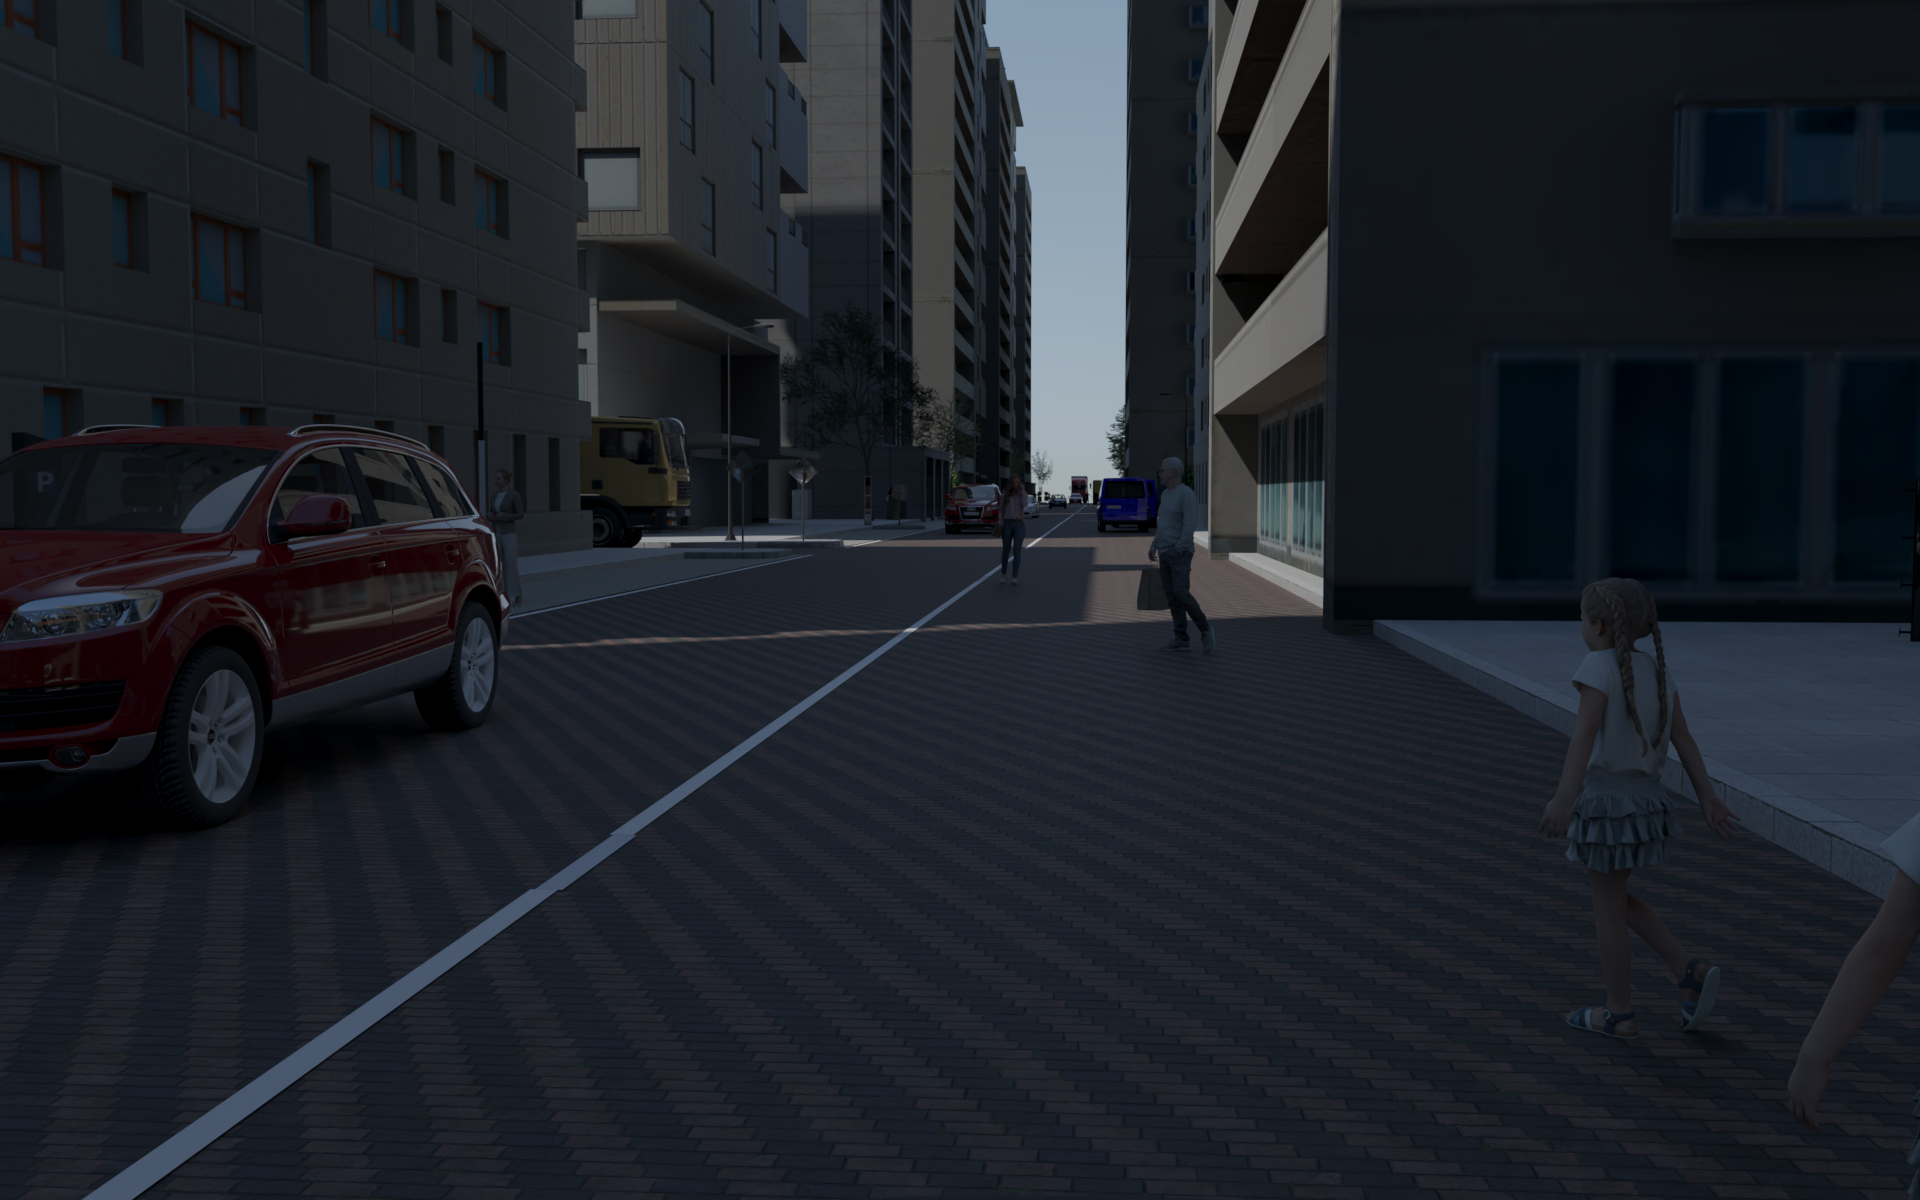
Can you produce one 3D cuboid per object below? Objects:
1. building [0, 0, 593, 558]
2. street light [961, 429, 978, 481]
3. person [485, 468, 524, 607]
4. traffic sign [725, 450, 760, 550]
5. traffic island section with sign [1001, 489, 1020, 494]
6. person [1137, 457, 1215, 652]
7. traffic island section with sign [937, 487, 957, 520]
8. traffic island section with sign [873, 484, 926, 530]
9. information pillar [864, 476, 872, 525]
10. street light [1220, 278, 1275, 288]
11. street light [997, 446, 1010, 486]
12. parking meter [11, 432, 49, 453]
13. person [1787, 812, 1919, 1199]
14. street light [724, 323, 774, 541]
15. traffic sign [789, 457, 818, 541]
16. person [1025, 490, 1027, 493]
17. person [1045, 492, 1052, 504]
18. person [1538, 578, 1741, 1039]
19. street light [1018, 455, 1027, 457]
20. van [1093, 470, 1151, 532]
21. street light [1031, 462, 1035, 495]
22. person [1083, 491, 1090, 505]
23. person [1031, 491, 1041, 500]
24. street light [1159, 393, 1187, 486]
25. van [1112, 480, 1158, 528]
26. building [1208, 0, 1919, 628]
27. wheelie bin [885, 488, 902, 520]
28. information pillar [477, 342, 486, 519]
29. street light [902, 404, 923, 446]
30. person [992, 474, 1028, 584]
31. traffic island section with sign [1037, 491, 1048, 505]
[{"bbox_3d":[-24.048,-11.126,26.958,28.899,21.520,27.650,0,4,5],"label":"building"},{"bbox_3d":[0.624,-9.275,124.193,1.470,5.913,1.316,0,4,5],"label":"street light"},{"bbox_3d":[-5.822,-0.794,22.024,0.519,1.759,0.362,2,4,25],"label":"person"},{"bbox_3d":[-4.937,-2.184,39.343,0.795,2.450,0.064,0,4,5],"label":"traffic sign"},{"bbox_3d":[3.840,-8.439,146.598,1.989,1.847,2.006,0,4,5],"label":"traffic island section with sign"},{"bbox_3d":[1.980,-0.424,15.924,0.515,1.767,0.782,-1,4,-22],"label":"person"},{"bbox_3d":[-0.226,-5.407,97.034,1.989,1.847,2.006,0,4,5],"label":"traffic island section with sign"},{"bbox_3d":[-2.433,-3.764,70.169,1.989,1.847,2.006,0,4,5],"label":"traffic island section with sign"},{"bbox_3d":[-3.804,-4.086,71.305,0.304,2.012,0.304,-1,4,-9],"label":"information pillar"},{"bbox_3d":[6.291,-3.963,37.334,1.470,5.913,1.316,0,4,5],"label":"street light"},{"bbox_3d":[4.089,-11.822,165.829,1.470,5.913,1.316,0,4,5],"label":"street light"},{"bbox_3d":[-8.820,-0.667,16.615,0.255,1.863,0.399,2,4,32],"label":"parking meter"},{"bbox_3d":[1.362,0.689,2.256,0.505,1.210,0.382,1,4,22],"label":"person"},{"bbox_3d":[-5.753,-4.573,47.307,1.470,5.913,1.316,0,4,5],"label":"street light"},{"bbox_3d":[-4.283,-2.670,47.302,0.795,2.450,0.064,0,4,5],"label":"traffic sign"},{"bbox_3d":[6.710,-10.268,176.343,1.348,1.831,0.705,-3,4,-38],"label":"person"},{"bbox_3d":[13.056,-14.915,253.176,1.217,1.723,0.721,1,4,23],"label":"person"},{"bbox_3d":[1.744,0.550,4.515,0.505,1.210,0.382,-3,4,-36],"label":"person"},{"bbox_3d":[7.316,-14.318,206.637,1.470,5.913,1.316,0,4,5],"label":"street light"},{"bbox_3d":[6.250,-3.807,66.621,2.240,2.365,5.245,0,4,3],"label":"van"},{"bbox_3d":[10.765,-16.865,248.275,1.470,5.913,1.316,0,4,5],"label":"street light"},{"bbox_3d":[16.474,-13.154,223.581,1.348,1.822,0.705,3,4,36],"label":"person"},{"bbox_3d":[8.512,-11.484,196.405,1.348,1.807,0.705,-2,4,-23],"label":"person"},{"bbox_3d":[9.809,-6.536,79.408,1.470,5.913,1.316,0,4,5],"label":"street light"},{"bbox_3d":[7.568,-4.349,75.483,2.240,2.365,5.245,0,4,4],"label":"van"},{"bbox_3d":[15.278,-24.590,25.747,21.300,48.544,21.600,0,4,5],"label":"building"},{"bbox_3d":[-3.239,-4.767,85.841,0.693,1.594,0.980,3,4,36],"label":"wheelie bin"},{"bbox_3d":[-7.444,-2.178,26.960,0.183,3.616,0.504,-1,4,-14],"label":"information pillar"},{"bbox_3d":[-2.406,-7.138,89.252,1.470,5.913,1.316,0,4,5],"label":"street light"},{"bbox_3d":[0.816,-1.143,27.779,0.593,1.750,0.643,0,4,8],"label":"person"},{"bbox_3d":[12.821,-15.133,256.051,1.989,1.847,2.006,0,4,5],"label":"traffic island section with sign"}]
